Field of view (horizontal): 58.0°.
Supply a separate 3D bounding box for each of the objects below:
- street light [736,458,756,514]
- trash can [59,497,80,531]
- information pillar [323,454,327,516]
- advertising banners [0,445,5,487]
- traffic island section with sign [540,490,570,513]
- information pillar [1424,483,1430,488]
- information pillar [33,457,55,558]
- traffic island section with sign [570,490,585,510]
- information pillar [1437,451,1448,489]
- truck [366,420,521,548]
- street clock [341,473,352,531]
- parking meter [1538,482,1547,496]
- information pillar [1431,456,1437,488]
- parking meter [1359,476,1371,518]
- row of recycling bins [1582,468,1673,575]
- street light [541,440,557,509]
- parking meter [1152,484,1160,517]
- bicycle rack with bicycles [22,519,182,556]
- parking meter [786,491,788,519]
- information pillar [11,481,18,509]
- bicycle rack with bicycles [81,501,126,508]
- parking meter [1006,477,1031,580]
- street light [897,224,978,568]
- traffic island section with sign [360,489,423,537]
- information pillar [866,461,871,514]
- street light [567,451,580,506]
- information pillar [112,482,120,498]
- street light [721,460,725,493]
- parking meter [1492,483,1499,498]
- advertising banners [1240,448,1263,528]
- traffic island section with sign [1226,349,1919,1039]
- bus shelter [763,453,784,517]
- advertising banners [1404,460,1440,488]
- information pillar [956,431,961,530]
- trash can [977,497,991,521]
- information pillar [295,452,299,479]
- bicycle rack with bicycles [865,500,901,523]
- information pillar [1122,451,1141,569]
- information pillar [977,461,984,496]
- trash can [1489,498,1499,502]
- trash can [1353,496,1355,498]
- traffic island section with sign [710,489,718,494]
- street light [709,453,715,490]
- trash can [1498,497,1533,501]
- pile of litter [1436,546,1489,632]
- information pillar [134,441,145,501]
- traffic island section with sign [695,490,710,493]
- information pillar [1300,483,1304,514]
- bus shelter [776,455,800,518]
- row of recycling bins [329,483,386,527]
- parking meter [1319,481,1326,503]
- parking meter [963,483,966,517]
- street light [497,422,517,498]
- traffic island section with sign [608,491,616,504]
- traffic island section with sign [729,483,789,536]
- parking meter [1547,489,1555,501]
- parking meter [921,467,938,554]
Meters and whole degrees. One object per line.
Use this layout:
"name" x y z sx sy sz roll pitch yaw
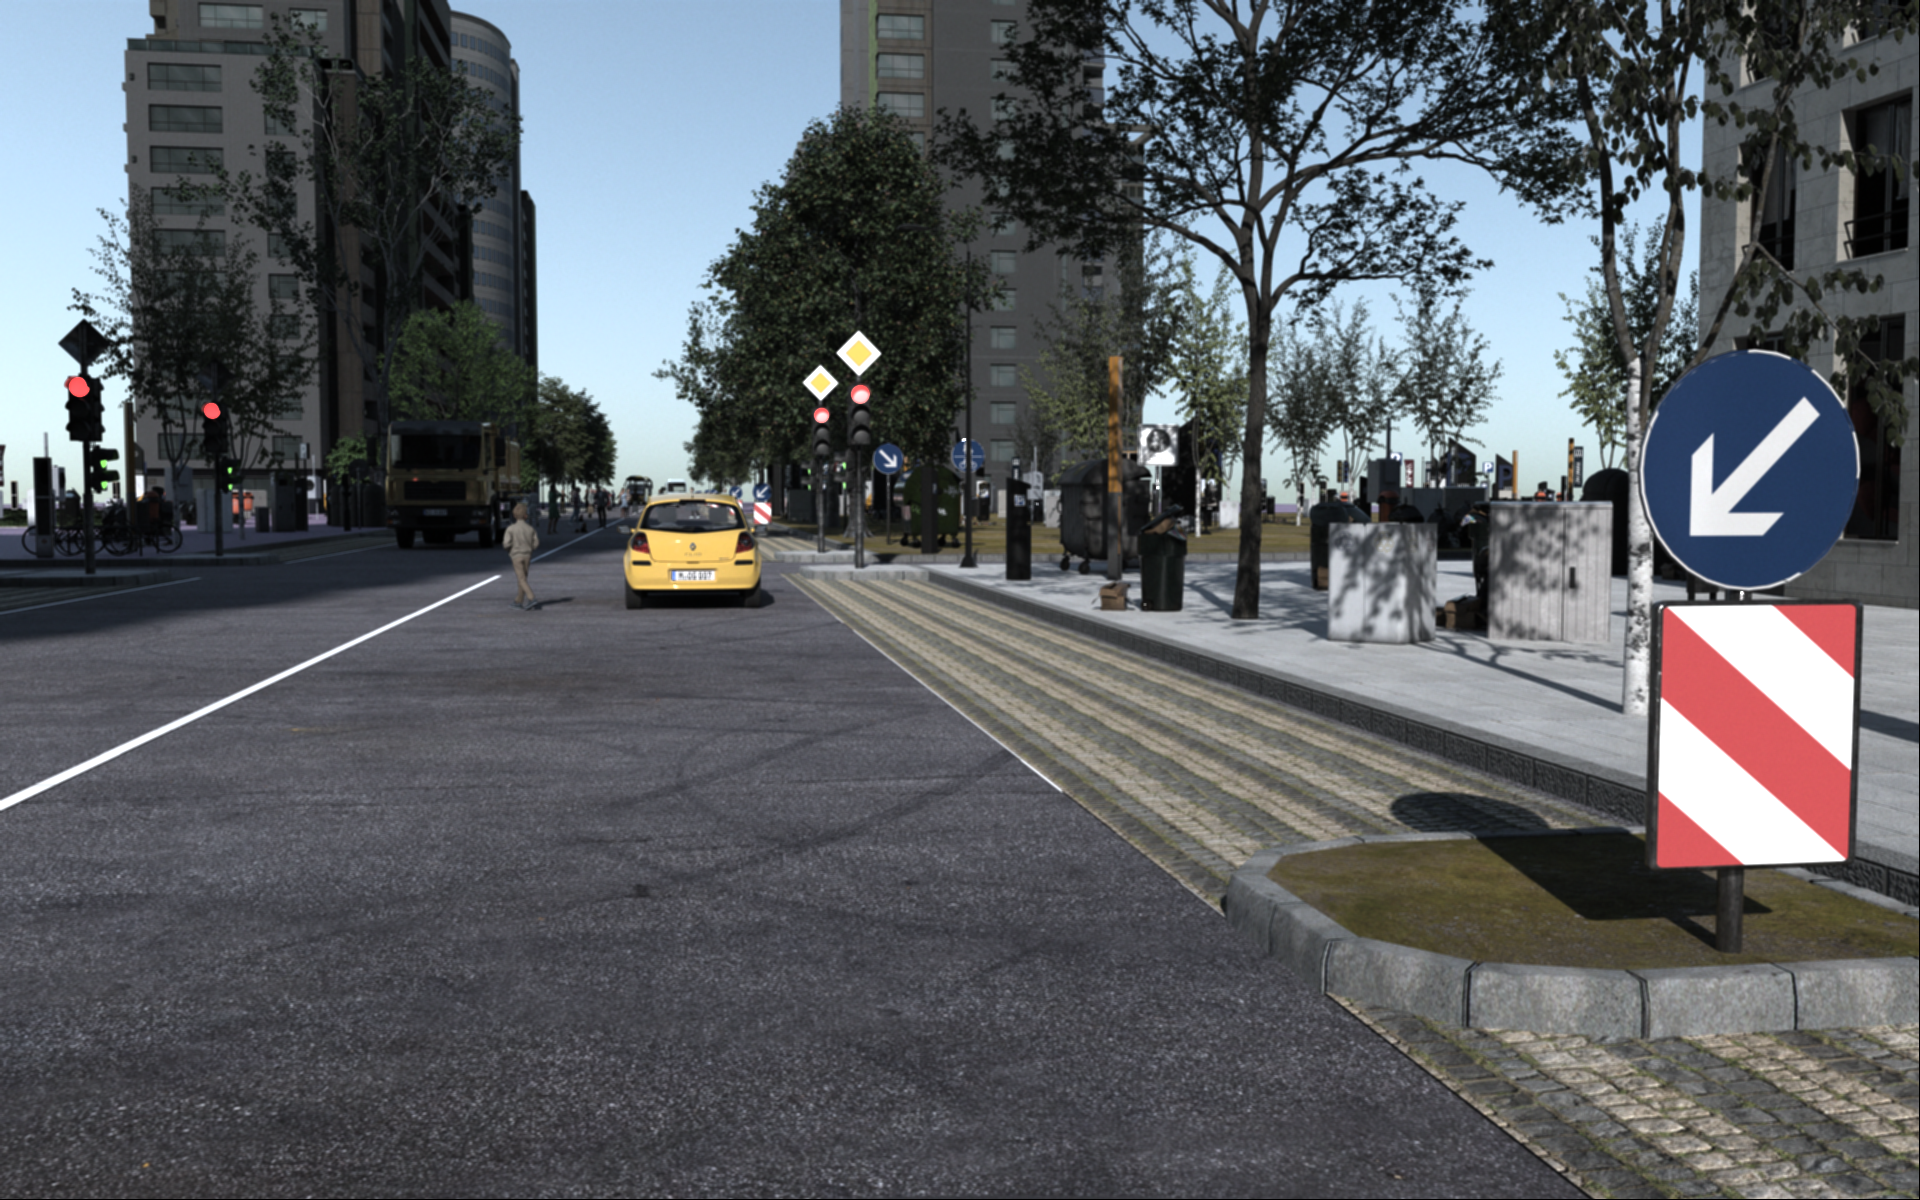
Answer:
"street light" -13.990 -8.636 113.734 1.470 5.913 1.316 -1 4 -9
"trash can" -31.362 -3.015 60.953 0.748 1.137 0.748 0 3 0
"information pillar" -36.725 -6.657 100.193 0.183 3.616 0.504 -1 4 -14
"advertising banners" -34.246 -3.941 60.628 0.090 3.025 2.074 1 4 20
"traffic island section with sign" -31.412 -7.660 133.865 1.989 1.847 2.006 -1 4 -9
"information pillar" 31.406 -6.858 116.617 0.304 2.012 0.304 0 4 -5
"information pillar" -18.409 -1.854 34.805 0.304 2.012 0.304 -1 4 -22
"traffic island section with sign" -35.776 -9.293 160.561 1.989 1.847 2.006 -1 4 -9
"information pillar" 25.768 -6.162 92.104 0.504 3.616 0.183 1 4 23
"truck" -14.017 -3.198 48.211 3.469 3.379 9.791 -1 4 -9
"street clock" -21.288 -3.399 60.142 0.358 2.002 0.471 0 4 -6
"parking meter" 27.258 -4.610 81.078 0.399 1.863 0.255 -2 4 -34
"information pillar" 28.295 -6.847 103.307 0.504 3.616 0.183 3 5 42
"parking meter" 13.075 -3.063 55.795 0.399 1.863 0.255 0 4 6
"row of recycling bins" 11.763 -1.255 27.634 3.534 1.692 1.069 0 3 0
"street light" -35.121 -10.733 148.024 1.470 5.913 1.316 -1 4 -9
"parking meter" 10.850 -5.512 95.834 0.399 1.863 0.255 1 4 17
"bicycle rack with bicycles" -18.196 -1.415 36.516 2.925 0.926 2.852 -1 4 -13
"parking meter" -8.714 -4.914 88.749 0.372 1.533 0.369 0 3 0
"information pillar" -53.464 -5.716 97.943 0.304 2.012 0.304 -1 4 -20
"bicycle rack with bicycles" -43.258 -4.593 88.481 2.925 0.926 2.852 1 4 12
"parking meter" 0.877 -1.070 25.899 0.372 1.533 0.369 0 3 0
"street light" -0.385 -3.516 30.035 1.470 5.913 1.316 -1 4 -9
"traffic island section with sign" -19.032 -3.041 58.341 1.989 1.847 2.006 -1 4 -9
"information pillar" -5.805 -7.246 109.823 0.183 3.616 0.504 -3 5 -40
"street light" -41.295 -12.987 184.882 1.470 5.913 1.316 -1 4 -9
"information pillar" -50.697 -6.092 104.101 0.304 2.012 0.304 1 4 13
"street light" -20.039 -10.903 150.802 1.470 5.913 1.316 -1 4 -9
"parking meter" 27.983 -5.191 90.592 0.255 1.863 0.399 0 4 1
"advertising banners" 10.918 -4.194 64.764 0.090 3.025 2.074 2 4 32
"traffic island section with sign" 1.943 0.191 5.509 1.989 1.847 2.006 -1 4 -9
"bus shelter" -10.666 -6.745 101.570 1.731 3.624 6.357 -1 4 -9
"advertising banners" 23.531 -5.615 87.999 2.074 3.025 0.090 0 4 -7
"information pillar" -0.058 -4.321 62.007 0.183 3.616 0.504 -1 4 -13
"trash can" 1.104 -4.344 82.673 0.748 1.137 0.748 0 3 0
"information pillar" -36.891 -6.428 96.459 0.183 3.616 0.504 0 4 -8
"bicycle rack with bicycles" -2.681 -3.948 77.925 2.925 0.926 2.852 -1 4 -21
"information pillar" 2.911 -1.551 29.851 0.304 2.012 0.304 -3 4 -36
"information pillar" 1.313 -7.195 108.985 0.504 3.616 0.183 0 4 7
"trash can" 21.367 -3.497 68.833 0.748 1.137 0.748 0 3 0
"trash can" 23.548 -5.709 104.994 0.748 1.137 0.748 0 3 0
"traffic island section with sign" -11.379 -4.787 86.902 1.989 1.847 2.006 -1 4 -9
"street light" -27.545 -13.682 196.242 1.470 5.913 1.316 -1 4 -9
"trash can" 17.516 -2.610 54.326 0.748 1.137 0.748 0 3 0
"pile of litter" 4.969 -0.176 16.850 1.176 0.858 1.719 2 4 26
"information pillar" -36.407 -5.227 76.816 0.504 3.616 0.183 1 4 13
"traffic island section with sign" -23.858 -9.447 163.086 1.989 1.847 2.006 -1 4 -9
"information pillar" 22.107 -6.576 112.008 0.304 2.012 0.304 0 4 8
"bus shelter" -8.775 -7.096 93.647 2.179 5.291 8.768 -1 4 -9
"row of recycling bins" -23.622 -3.717 67.889 1.069 1.692 3.534 -3 5 -45
"parking meter" 16.117 -4.357 76.950 0.255 1.863 0.399 0 4 5
"parking meter" 0.387 -5.471 95.155 0.255 1.863 0.399 2 4 34
"street light" -29.142 -8.486 111.284 1.470 5.913 1.316 -1 4 -9
"traffic island section with sign" -49.201 -14.309 242.577 1.989 1.847 2.006 -1 4 -9
"traffic island section with sign" -7.026 -3.160 60.299 1.989 1.847 2.006 -1 4 -9
"parking meter" 29.278 -4.749 86.055 0.372 1.533 0.369 0 3 0
"parking meter" -0.654 -1.929 37.247 0.255 1.863 0.399 1 4 22
